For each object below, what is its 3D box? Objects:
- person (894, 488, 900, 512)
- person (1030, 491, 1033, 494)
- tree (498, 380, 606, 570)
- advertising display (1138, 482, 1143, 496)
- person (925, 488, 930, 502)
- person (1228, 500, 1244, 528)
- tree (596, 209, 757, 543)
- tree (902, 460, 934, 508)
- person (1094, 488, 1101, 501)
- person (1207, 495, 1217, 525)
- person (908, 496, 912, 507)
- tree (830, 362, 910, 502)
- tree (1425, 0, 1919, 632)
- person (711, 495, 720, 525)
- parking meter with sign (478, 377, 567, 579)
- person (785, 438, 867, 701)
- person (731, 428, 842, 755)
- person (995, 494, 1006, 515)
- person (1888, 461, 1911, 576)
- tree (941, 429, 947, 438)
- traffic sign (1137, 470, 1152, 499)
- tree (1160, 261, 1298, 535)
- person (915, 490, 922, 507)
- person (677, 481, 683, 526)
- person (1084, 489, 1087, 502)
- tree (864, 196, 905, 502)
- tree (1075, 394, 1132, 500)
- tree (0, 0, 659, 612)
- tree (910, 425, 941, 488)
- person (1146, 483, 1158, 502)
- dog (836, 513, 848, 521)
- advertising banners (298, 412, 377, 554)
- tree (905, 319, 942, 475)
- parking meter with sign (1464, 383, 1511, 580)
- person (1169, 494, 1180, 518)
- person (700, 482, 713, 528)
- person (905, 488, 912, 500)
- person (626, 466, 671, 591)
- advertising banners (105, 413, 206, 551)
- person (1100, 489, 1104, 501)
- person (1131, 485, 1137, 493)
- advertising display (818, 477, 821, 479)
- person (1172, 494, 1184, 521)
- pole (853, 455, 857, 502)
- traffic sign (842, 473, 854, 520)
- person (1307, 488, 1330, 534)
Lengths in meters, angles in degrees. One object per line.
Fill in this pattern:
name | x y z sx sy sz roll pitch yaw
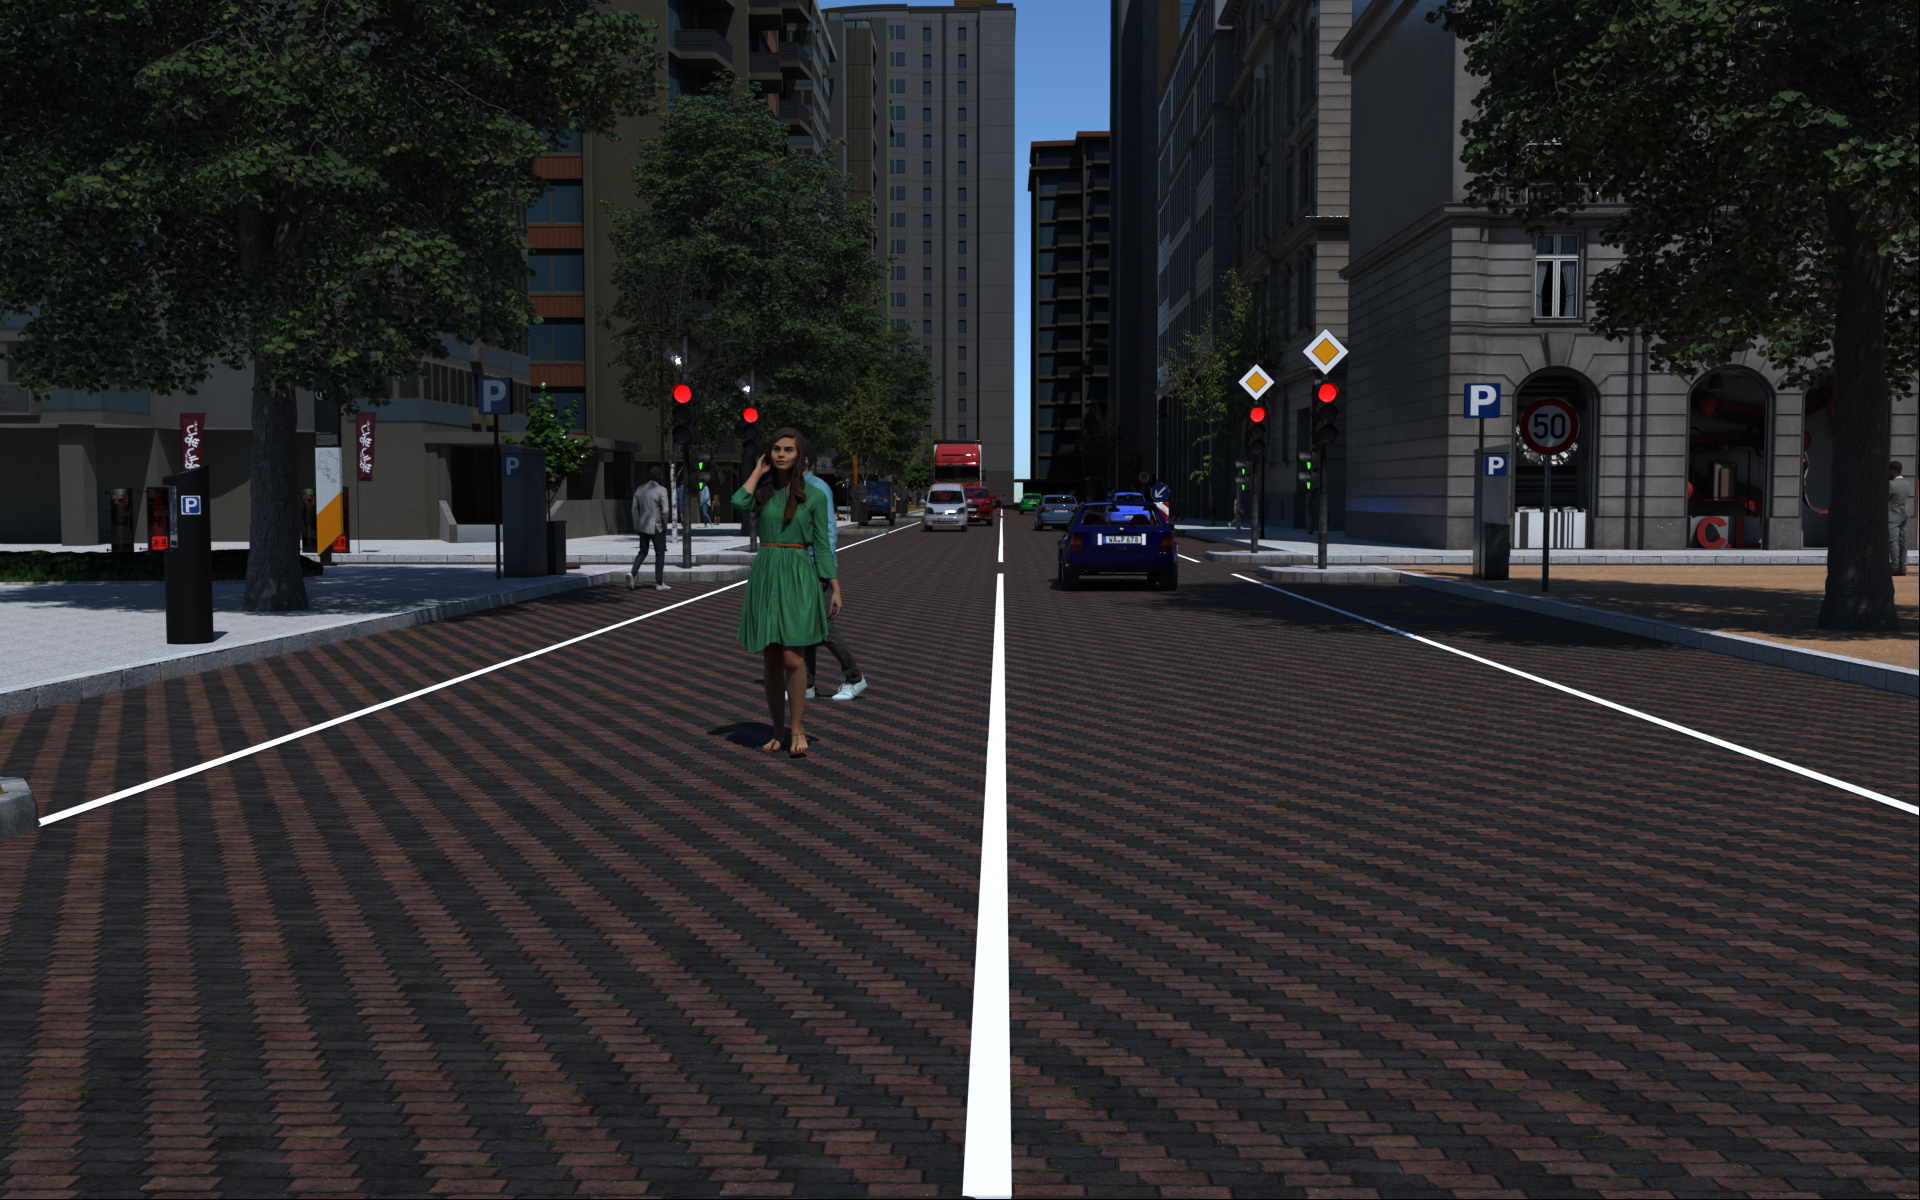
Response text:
person | -4.516 -7.191 124.281 0.551 1.740 0.621 1 4 13
person | 7.804 -10.941 187.400 0.705 1.822 1.348 2 4 32
tree | -7.174 -2.145 29.675 1.663 3.219 1.824 0 3 0
advertising display | 9.950 -5.495 95.059 0.123 1.923 0.974 1 4 21
person | -2.027 -6.353 112.341 0.622 1.834 0.822 1 4 23
person | 10.289 -3.317 64.519 0.590 1.304 0.306 0 4 3
tree | -7.372 -5.770 44.710 4.360 8.622 3.978 0 3 0
tree | -4.051 -10.938 162.544 4.285 4.588 4.351 0 3 0
person | 11.101 -8.155 140.055 0.721 1.739 1.217 2 4 30
person | 10.308 -3.676 70.819 0.373 1.253 0.362 2 4 24
person | -5.081 -9.893 171.023 0.697 1.427 0.421 0 4 -5
tree | -5.391 -8.980 97.181 4.737 8.622 4.395 0 3 0
tree | 8.547 -6.685 15.961 9.857 13.997 8.962 0 3 0
person | -10.094 -3.719 71.515 0.362 1.253 0.373 -3 5 -39
parking meter with sign | -6.722 -1.869 26.827 0.543 3.016 1.738 1 4 17
person | -0.974 -0.216 12.056 0.620 1.820 0.660 -2 4 -32
person | -0.953 -0.050 9.559 0.600 1.795 0.529 0 4 -5
person | 2.714 -6.359 115.702 0.697 1.427 0.421 2 4 24
person | 14.665 -1.287 27.271 0.466 1.800 0.511 3 5 45
tree | -3.098 -14.133 181.438 4.737 8.622 4.395 0 3 0
traffic sign | 9.666 -5.557 90.963 0.768 2.556 0.104 0 4 2
tree | 8.707 -6.395 54.919 4.737 8.622 4.395 0 3 0
person | -4.268 -10.374 176.114 0.683 1.767 0.568 -3 5 -42
person | -11.234 -3.913 70.037 0.581 1.822 0.654 1 4 18
person | 12.410 -10.098 171.115 0.705 1.831 1.348 0 3 0
tree | -6.386 -8.926 52.599 9.857 13.997 8.962 0 3 0
tree | 10.543 -10.815 127.181 4.360 8.622 3.978 0 3 0
tree | -7.690 -6.862 18.854 9.857 13.997 8.962 0 3 0
tree | -5.129 -12.652 157.221 4.737 8.622 4.395 0 3 0
person | 10.013 -5.238 91.468 0.755 1.850 0.659 -1 4 -12
dog | -5.708 -3.969 82.631 0.550 0.427 0.748 -3 4 -37
advertising banners | -13.448 -2.522 37.417 2.074 3.025 0.090 1 4 19
tree | -5.662 -12.325 108.162 9.857 13.997 8.962 0 3 0
parking meter with sign | 8.098 -1.847 26.461 0.543 3.016 1.738 0 4 7
person | 11.233 -4.932 90.946 0.640 1.303 0.475 0 4 6
person | -9.663 -3.642 65.860 0.793 1.790 0.793 2 4 33
person | -4.080 -7.976 136.891 0.568 1.767 0.683 -1 4 -12
person | -4.615 -1.063 25.730 0.661 1.843 0.795 2 4 26
advertising banners | -17.287 -2.513 37.268 2.074 3.025 0.090 -1 4 -9
person | 12.010 -8.529 146.214 0.721 1.735 1.217 0 4 -7
person | 9.850 -5.647 98.478 0.767 1.812 0.694 -1 4 -16
advertising display | -5.769 -3.719 66.020 0.974 1.923 0.123 0 4 -4
person | 10.333 -4.385 82.003 0.640 1.303 0.475 2 4 29
pole | -5.446 -5.871 89.835 0.158 3.312 0.155 0 3 0
traffic sign | -5.434 -5.003 83.925 0.606 2.300 0.079 1 4 11
person | 11.353 -2.992 55.060 0.694 1.812 0.767 -1 4 -20
